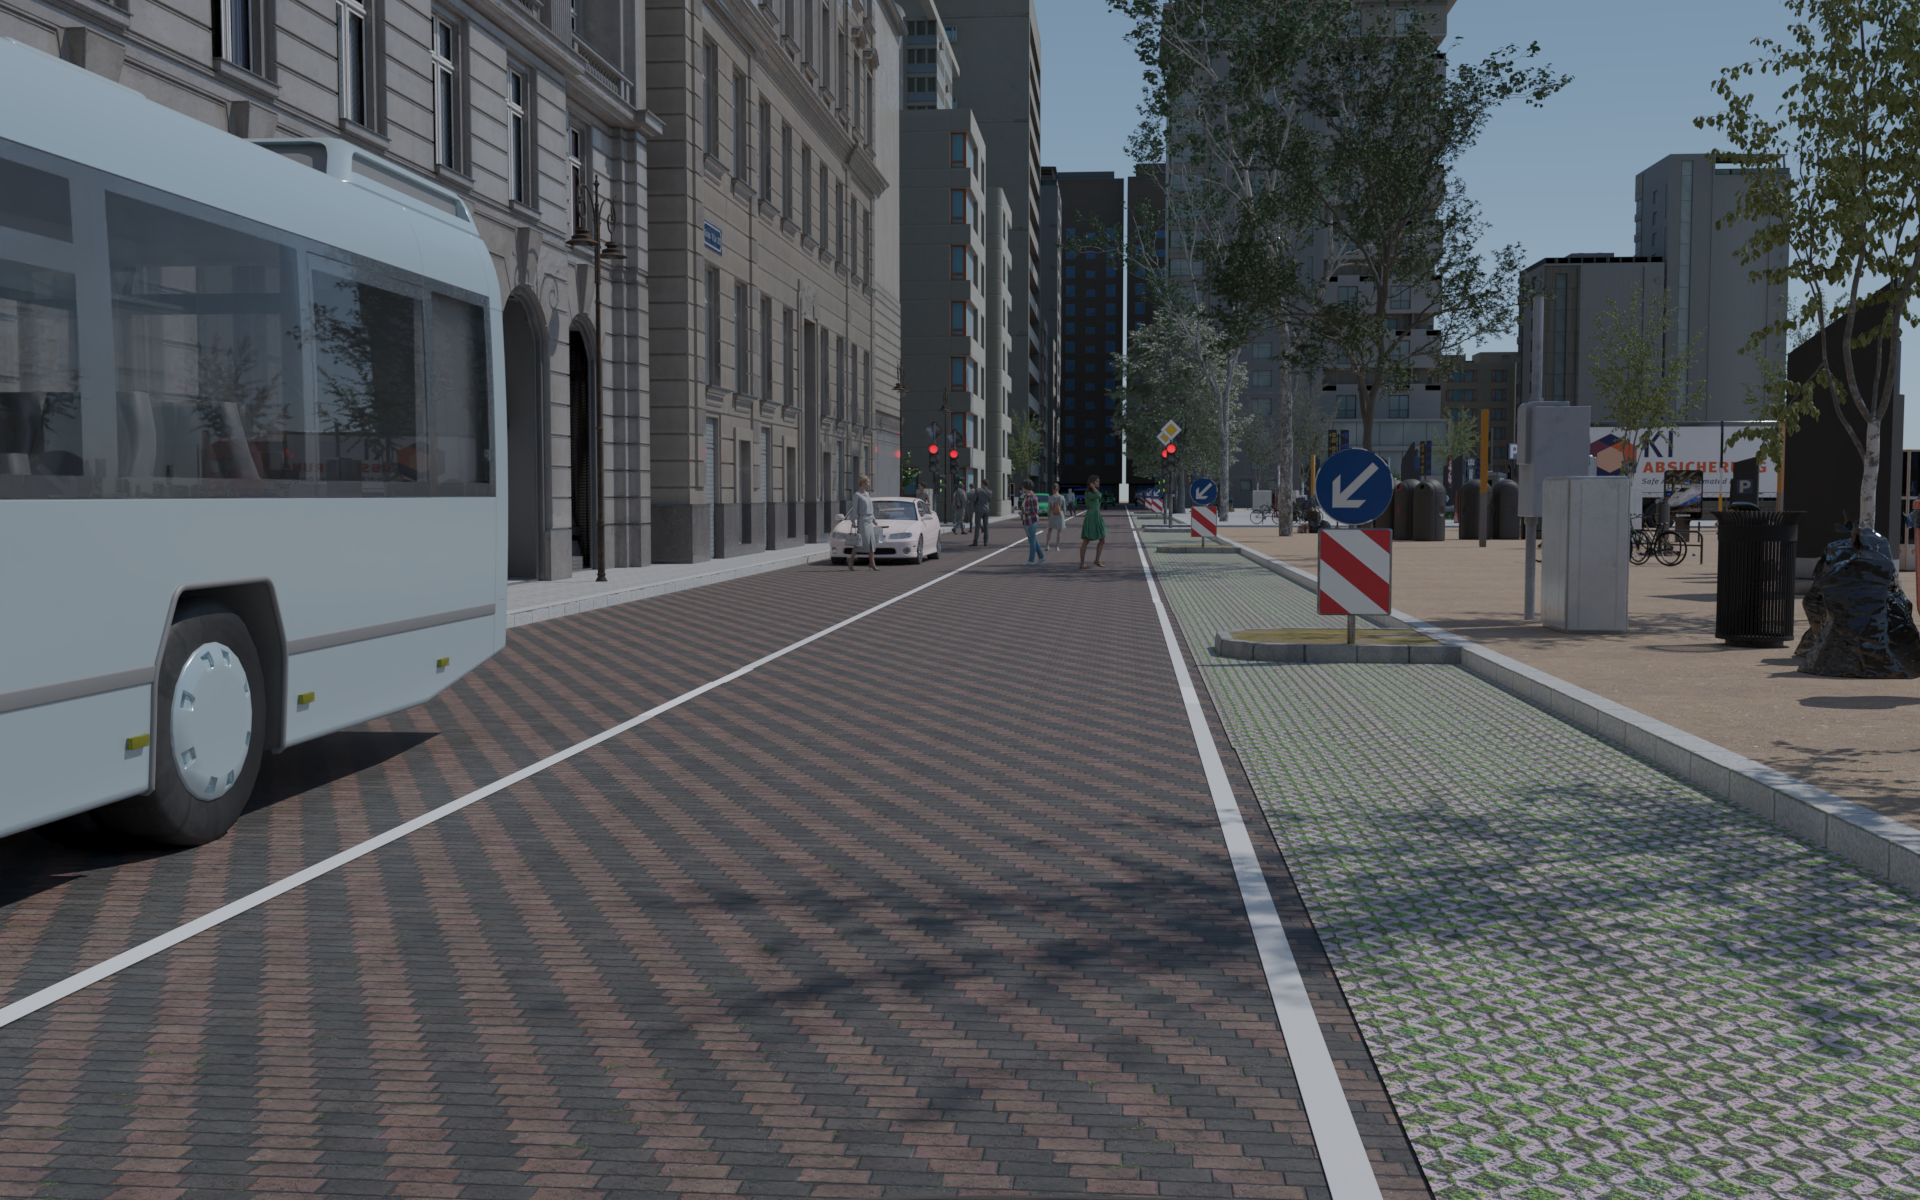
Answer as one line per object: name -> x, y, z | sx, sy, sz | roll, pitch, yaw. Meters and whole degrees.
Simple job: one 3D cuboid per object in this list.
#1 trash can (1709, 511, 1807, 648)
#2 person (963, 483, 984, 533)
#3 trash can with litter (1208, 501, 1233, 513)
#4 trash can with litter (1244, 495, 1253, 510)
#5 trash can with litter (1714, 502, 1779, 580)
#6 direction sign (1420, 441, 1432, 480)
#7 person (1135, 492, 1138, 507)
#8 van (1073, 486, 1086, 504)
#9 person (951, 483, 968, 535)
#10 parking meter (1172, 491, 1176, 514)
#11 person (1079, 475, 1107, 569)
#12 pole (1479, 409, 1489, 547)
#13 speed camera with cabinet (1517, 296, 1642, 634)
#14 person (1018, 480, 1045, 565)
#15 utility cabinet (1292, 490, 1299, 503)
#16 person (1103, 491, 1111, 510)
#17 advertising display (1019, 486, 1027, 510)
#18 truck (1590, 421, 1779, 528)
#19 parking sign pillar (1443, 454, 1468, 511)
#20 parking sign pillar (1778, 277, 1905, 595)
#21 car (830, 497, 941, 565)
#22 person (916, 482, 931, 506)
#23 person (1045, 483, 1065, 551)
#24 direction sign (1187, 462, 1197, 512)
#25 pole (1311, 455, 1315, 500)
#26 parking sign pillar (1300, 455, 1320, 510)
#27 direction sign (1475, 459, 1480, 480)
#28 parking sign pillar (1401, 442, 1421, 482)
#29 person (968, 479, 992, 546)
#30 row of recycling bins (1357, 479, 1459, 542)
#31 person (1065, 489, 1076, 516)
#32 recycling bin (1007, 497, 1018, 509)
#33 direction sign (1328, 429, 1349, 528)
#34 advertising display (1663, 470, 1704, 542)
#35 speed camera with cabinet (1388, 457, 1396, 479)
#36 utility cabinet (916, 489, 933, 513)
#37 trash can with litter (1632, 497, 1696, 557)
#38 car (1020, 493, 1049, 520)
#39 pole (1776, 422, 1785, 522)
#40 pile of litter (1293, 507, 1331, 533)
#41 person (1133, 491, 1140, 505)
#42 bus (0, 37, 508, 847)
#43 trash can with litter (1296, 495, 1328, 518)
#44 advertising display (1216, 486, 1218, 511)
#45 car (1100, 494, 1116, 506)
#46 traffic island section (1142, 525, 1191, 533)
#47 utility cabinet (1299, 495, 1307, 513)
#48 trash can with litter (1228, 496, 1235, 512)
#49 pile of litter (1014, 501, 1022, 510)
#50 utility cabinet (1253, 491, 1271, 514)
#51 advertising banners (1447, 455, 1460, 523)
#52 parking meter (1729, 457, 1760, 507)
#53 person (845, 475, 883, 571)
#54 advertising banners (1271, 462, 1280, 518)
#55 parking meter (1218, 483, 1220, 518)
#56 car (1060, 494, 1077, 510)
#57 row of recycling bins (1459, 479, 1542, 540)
trash can -> 6.719, -0.182, 14.622 | 0.748, 1.137, 0.748 | 0, 3, 0
person -> 0.506, -3.404, 64.112 | 0.622, 1.834, 0.822 | -2, 4, -31
trash can with litter -> 17.427, -6.530, 117.829 | 2.233, 1.210, 1.678 | 1, 4, 8
trash can with litter -> 23.099, -7.741, 137.623 | 1.678, 1.210, 2.233 | 2, 4, 35
trash can with litter -> 11.655, -0.866, 25.546 | 1.055, 1.170, 0.624 | -3, 5, -40
direction sign -> 19.813, -5.001, 73.765 | 0.379, 3.537, 0.876 | -1, 4, -16
person -> 19.019, -10.892, 187.521 | 0.436, 1.711, 0.756 | 1, 4, 13
van -> 13.835, -11.815, 197.563 | 2.240, 2.365, 5.245 | 0, 4, 6
person -> 0.015, -3.216, 61.176 | 0.850, 1.850, 0.679 | -3, 5, -40
parking meter -> 13.838, -6.357, 112.353 | 0.372, 1.533, 0.369 | 0, 3, 0
person -> 2.553, -1.503, 33.315 | 0.529, 1.795, 0.600 | 1, 4, 21
pole -> 12.650, -2.935, 41.829 | 0.158, 3.312, 0.155 | 0, 3, 0
speed camera with cabinet -> 5.922, -1.371, 16.754 | 0.660, 3.252, 2.038 | 0, 4, 5
person -> 1.452, -1.558, 34.814 | 0.643, 1.720, 0.563 | -1, 4, -11
utility cabinet -> 18.723, -5.497, 98.562 | 0.318, 1.500, 1.173 | -3, 5, -45
person -> 13.221, -8.994, 156.377 | 0.721, 1.723, 1.217 | 3, 5, 40
advertising display -> 5.126, -7.958, 135.332 | 0.974, 1.923, 0.123 | 1, 4, 10
truck -> 29.288, -4.817, 67.673 | 11.283, 4.237, 2.839 | 0, 4, 7
parking sign pillar -> 33.005, -7.791, 115.854 | 1.447, 3.967, 1.447 | 2, 4, 29
parking sign pillar -> 11.312, -2.062, 22.180 | 1.447, 3.967, 1.447 | -3, 5, -43
car -> -1.524, -1.496, 36.816 | 2.083, 1.381, 4.827 | 0, 4, 7
person -> -1.184, -2.562, 50.730 | 0.599, 1.781, 0.374 | 2, 4, 29
person -> 2.421, -2.097, 43.788 | 0.512, 1.701, 0.522 | 0, 4, -7
direction sign -> 16.557, -8.057, 123.734 | 0.876, 3.537, 0.379 | -2, 4, -35
pole -> 18.320, -5.876, 89.908 | 0.158, 3.312, 0.155 | 0, 3, 0
parking sign pillar -> 23.869, -7.935, 118.216 | 1.447, 3.967, 1.447 | 0, 3, 0
direction sign -> 33.016, -7.282, 111.061 | 0.379, 3.537, 0.876 | -3, 5, -44
parking sign pillar -> 23.496, -6.232, 90.358 | 1.447, 3.967, 1.447 | -1, 4, -10
person -> 0.548, -2.401, 47.566 | 0.655, 1.846, 0.447 | -2, 4, -26
row of recycling bins -> 12.280, -2.523, 48.368 | 1.069, 1.692, 3.534 | -1, 4, -22
person -> 7.064, -6.258, 111.310 | 0.782, 1.767, 0.515 | 2, 4, 35
recycling bin -> 4.255, -7.840, 140.735 | 0.722, 1.027, 0.722 | -3, 4, -38
direction sign -> 13.288, -4.213, 60.882 | 0.876, 3.537, 0.379 | -2, 4, -25
advertising display -> 19.307, -2.510, 46.258 | 0.974, 1.923, 0.123 | 1, 4, 11
speed camera with cabinet -> 23.722, -6.030, 92.919 | 2.038, 3.252, 0.660 | 1, 4, 23
utility cabinet -> -1.487, -4.006, 74.170 | 0.318, 1.500, 1.173 | 2, 4, 26
trash can with litter -> 14.425, -1.530, 36.067 | 1.678, 1.210, 2.233 | 2, 4, 35
car -> 4.314, -5.343, 96.153 | 1.959, 1.807, 4.718 | 0, 4, 4
pole -> 22.989, -3.342, 48.479 | 0.158, 3.312, 0.155 | 0, 3, 0
pile of litter -> 11.551, -2.615, 56.720 | 1.719, 0.858, 1.176 | 2, 4, 28
person -> 21.612, -12.418, 211.665 | 1.348, 1.807, 0.705 | -3, 4, -38
bus -> -4.493, -0.556, 3.952 | 2.948, 3.499, 13.247 | 0, 4, 4
trash can with litter -> 18.907, -5.085, 94.195 | 2.233, 1.210, 1.678 | 1, 4, 13
advertising display -> 19.814, -7.831, 133.258 | 0.123, 1.923, 0.974 | 0, 4, 3
car -> 17.442, -12.004, 205.057 | 1.959, 1.807, 4.718 | 0, 4, 7
traffic island section -> 7.951, -2.629, 65.257 | 2.009, 0.180, 2.903 | 0, 4, 5
utility cabinet -> 22.026, -6.190, 112.364 | 1.020, 1.237, 0.306 | -2, 4, -29
trash can with litter -> 19.467, -6.910, 124.369 | 0.624, 1.170, 1.055 | -1, 4, -14
pile of litter -> 4.534, -7.553, 137.457 | 1.176, 0.858, 1.719 | 3, 4, 38
utility cabinet -> 19.549, -6.328, 112.134 | 1.173, 1.500, 0.318 | 1, 4, 11
advertising banners -> 21.999, -4.918, 76.601 | 0.090, 3.025, 2.074 | -1, 4, -9
parking meter -> 12.102, -1.287, 26.747 | 0.399, 1.863, 0.255 | 2, 4, 28
person -> -1.811, -1.442, 32.429 | 0.624, 1.780, 0.694 | 3, 5, 44
advertising banners -> 16.987, -5.905, 92.741 | 0.090, 3.025, 2.074 | 1, 4, 18
parking meter -> 14.317, -5.443, 94.699 | 0.399, 1.863, 0.255 | -1, 4, -9
car -> 9.547, -8.938, 154.938 | 1.959, 1.807, 4.718 | 0, 4, 5
row of recycling bins -> 15.897, -2.566, 49.064 | 3.534, 1.692, 1.069 | -1, 4, -9
